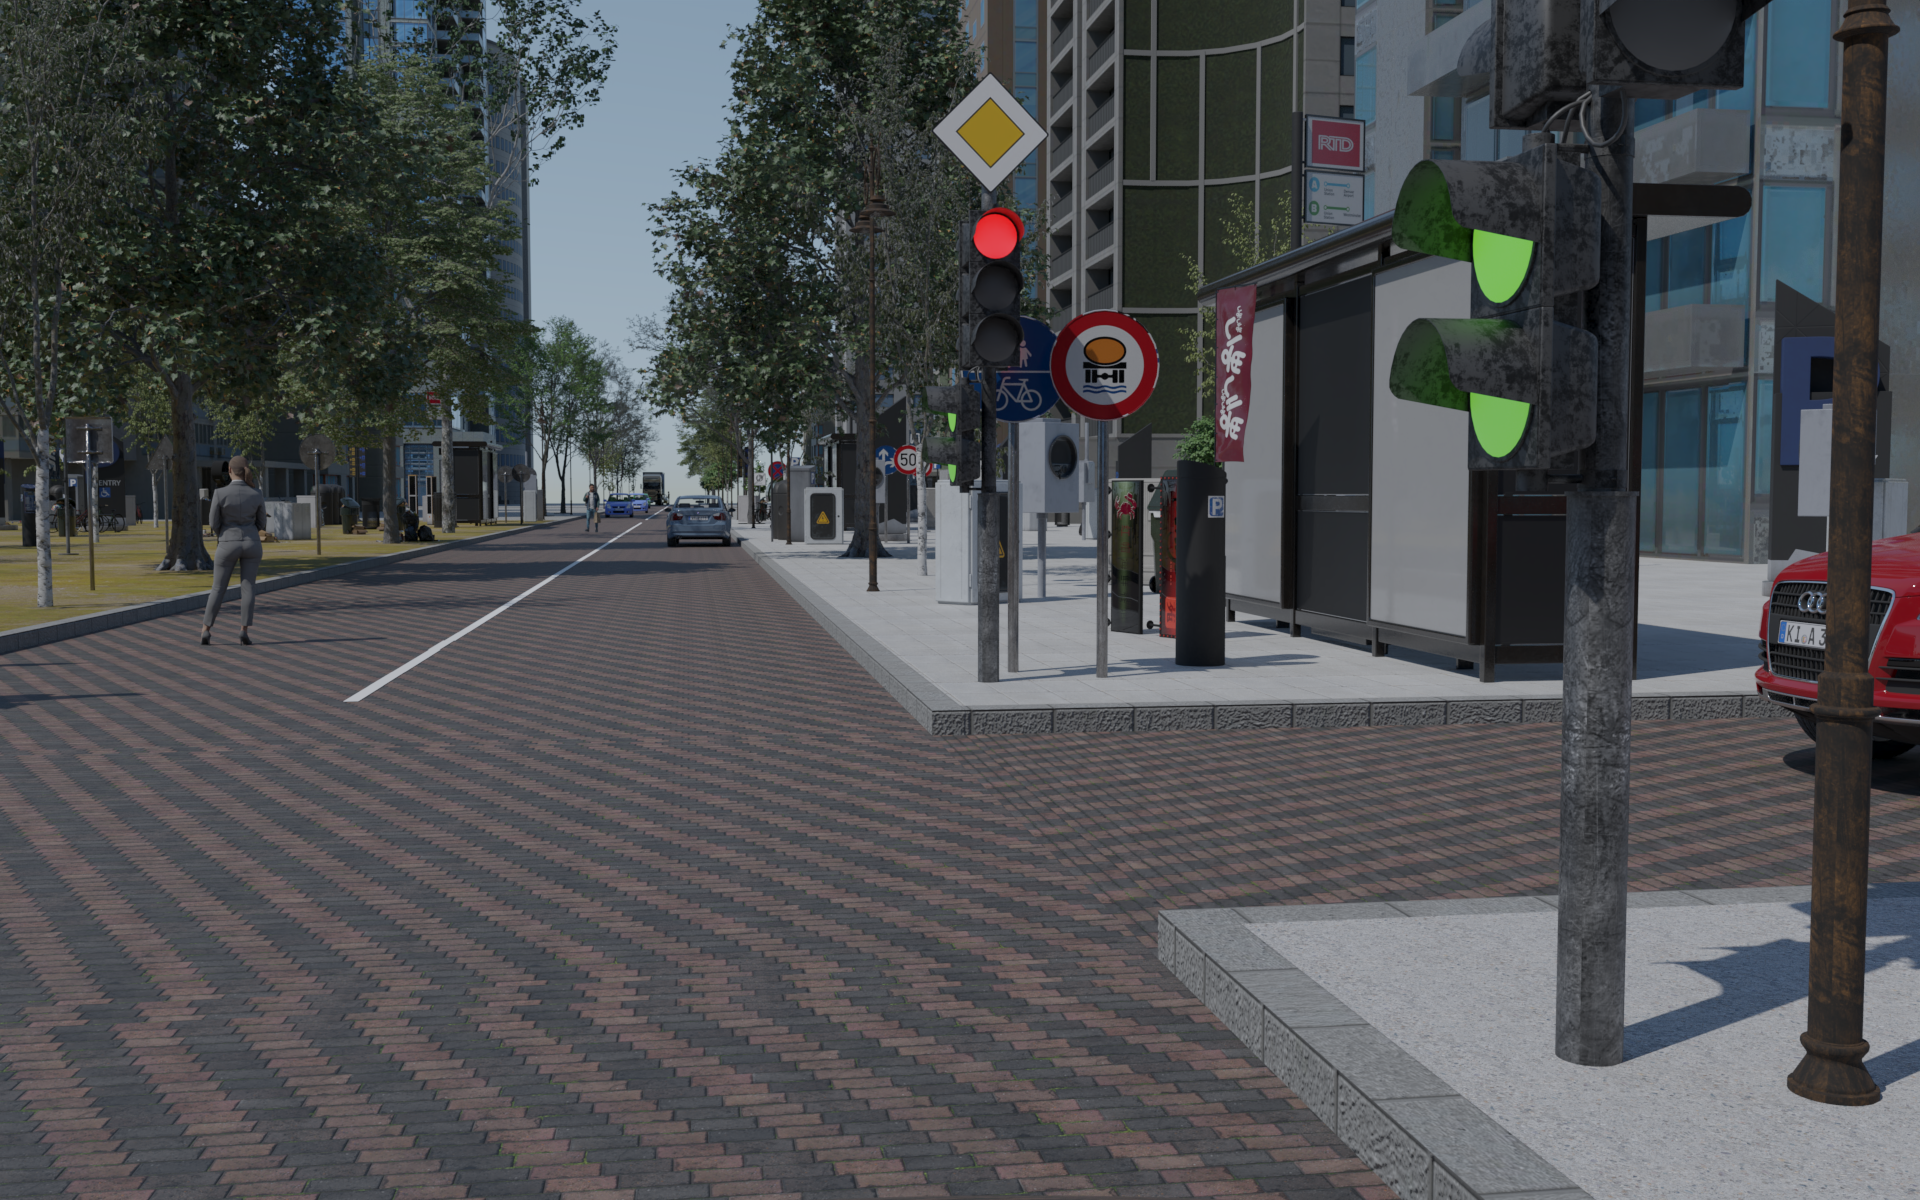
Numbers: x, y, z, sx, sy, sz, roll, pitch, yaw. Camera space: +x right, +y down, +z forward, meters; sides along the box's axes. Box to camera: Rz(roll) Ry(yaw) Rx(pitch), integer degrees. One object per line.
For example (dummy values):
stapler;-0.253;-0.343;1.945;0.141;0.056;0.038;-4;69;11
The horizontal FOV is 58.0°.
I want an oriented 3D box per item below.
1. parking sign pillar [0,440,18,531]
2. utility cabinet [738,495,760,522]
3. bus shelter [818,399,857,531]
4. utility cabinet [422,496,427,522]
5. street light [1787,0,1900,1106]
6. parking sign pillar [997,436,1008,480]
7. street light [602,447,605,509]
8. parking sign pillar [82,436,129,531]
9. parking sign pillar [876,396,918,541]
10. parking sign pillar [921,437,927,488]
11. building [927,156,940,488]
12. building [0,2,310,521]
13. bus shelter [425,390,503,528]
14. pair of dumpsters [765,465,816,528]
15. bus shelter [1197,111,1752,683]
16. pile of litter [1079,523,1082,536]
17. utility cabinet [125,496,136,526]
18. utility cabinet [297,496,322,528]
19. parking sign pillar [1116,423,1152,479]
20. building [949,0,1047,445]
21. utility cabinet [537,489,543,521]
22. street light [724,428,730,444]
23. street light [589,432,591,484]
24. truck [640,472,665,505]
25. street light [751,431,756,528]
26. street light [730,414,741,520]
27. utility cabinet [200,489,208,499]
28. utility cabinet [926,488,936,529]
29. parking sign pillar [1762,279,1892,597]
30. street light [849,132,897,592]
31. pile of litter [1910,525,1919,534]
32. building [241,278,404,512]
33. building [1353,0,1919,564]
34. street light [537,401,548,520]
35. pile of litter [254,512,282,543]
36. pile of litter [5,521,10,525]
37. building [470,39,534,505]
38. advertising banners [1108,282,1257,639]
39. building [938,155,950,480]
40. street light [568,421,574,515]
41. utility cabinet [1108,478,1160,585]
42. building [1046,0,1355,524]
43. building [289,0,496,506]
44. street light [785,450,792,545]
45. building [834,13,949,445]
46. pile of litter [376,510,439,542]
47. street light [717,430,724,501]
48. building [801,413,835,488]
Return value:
parking sign pillar;-34.091;-4.440;61.066;1.447;3.967;1.447;-3;5;-41
utility cabinet;-9.718;-4.194;79.736;1.020;1.237;0.306;2;4;29
bus shelter;-4.038;-5.274;63.858;2.179;5.291;8.768;-1;4;-9
utility cabinet;-24.681;-4.250;80.657;0.306;1.237;1.020;0;4;8
street light;1.873;-1.881;3.537;0.468;5.910;1.993;-1;4;-9
parking sign pillar;1.776;-4.711;65.497;1.447;3.967;1.447;2;4;34
street light;-30.783;-10.814;149.590;0.468;5.910;1.993;-1;4;-9
parking sign pillar;-29.761;-4.387;60.205;1.447;3.967;1.447;-2;4;-28
parking sign pillar;-2.147;-3.613;47.546;1.447;3.967;1.447;-2;4;-24
parking sign pillar;-2.160;-5.519;78.700;1.447;3.967;1.447;1;4;21
building;10.622;-27.378;139.508;32.217;40.220;23.993;-1;4;-9
building;-52.658;-24.427;91.258;32.217;40.220;23.993;-1;4;-9
bus shelter;-19.992;-5.639;69.824;2.179;5.291;8.768;-1;4;-9
pair of dumpsters;-5.960;-3.576;60.957;1.574;2.255;4.437;-1;4;-9
bus shelter;3.682;-2.343;15.936;2.179;5.291;8.768;-1;4;-9
pile of litter;4.343;-2.423;53.586;1.719;0.858;1.176;-3;5;-41
utility cabinet;-33.975;-3.609;70.167;0.306;1.237;1.020;3;5;44
utility cabinet;-24.851;-3.364;66.157;1.020;1.237;0.306;2;4;29
parking sign pillar;6.565;-4.712;65.518;1.447;3.967;1.447;-1;4;-11
building;7.245;-27.795;104.555;14.600;45.320;14.200;-1;4;-9
utility cabinet;-20.398;-4.553;83.127;0.318;1.500;1.173;-3;4;-36
street light;-12.868;-7.628;97.500;0.468;5.910;1.993;-1;4;-9
street light;-27.491;-9.533;128.658;0.468;5.910;1.993;-1;4;-9
truck;-39.196;-14.220;221.411;2.839;4.237;11.283;0;4;-8
street light;-7.741;-5.624;64.745;0.468;5.910;1.993;-1;4;-9
street light;-10.995;-6.905;85.683;0.468;5.910;1.993;-1;4;-9
utility cabinet;-33.353;-4.084;75.459;1.173;1.500;0.318;1;4;12
utility cabinet;-0.785;-3.329;63.104;1.173;1.500;0.318;-1;4;-15
parking sign pillar;10.810;-2.021;21.518;1.447;3.967;1.447;1;4;20
street light;-1.144;-3.049;22.645;0.468;5.910;1.993;-1;4;-9
pile of litter;15.219;-0.802;27.071;1.176;0.858;1.719;-2;4;-34
building;-54.788;-16.708;118.215;27.650;21.520;28.899;-1;4;-9
building;25.495;-25.803;41.488;30.456;49.044;23.786;-1;4;-9
street light;-20.764;-6.935;86.168;0.468;5.910;1.993;-1;4;-9
pile of litter;-18.665;-1.954;45.911;1.719;0.858;1.176;1;4;18
pile of litter;-37.994;-3.317;68.199;1.176;0.858;1.719;0;4;0
building;-66.662;-41.508;220.662;21.231;58.520;28.212;-1;4;-9
advertising banners;1.913;-1.167;15.275;0.090;3.025;2.074;-2;4;-31
building;5.230;-21.254;119.212;14.160;30.474;14.107;-1;4;-9
street light;-24.151;-8.236;107.445;0.468;5.910;1.993;-1;4;-9
utility cabinet;2.618;-0.954;24.279;1.173;1.500;0.318;2;4;28
building;13.908;-39.140;78.184;20.563;71.187;20.611;-1;4;-9
building;-62.758;-53.690;190.498;22.319;86.520;31.000;-1;4;-9
street light;-4.336;-4.339;43.726;0.468;5.910;1.993;-1;4;-9
building;-4.219;-40.462;203.556;21.231;58.520;28.212;-1;4;-9
pile of litter;-14.959;-2.010;46.830;1.719;0.858;1.176;-1;4;-20
street light;-16.289;-8.942;118.992;0.468;5.910;1.993;-1;4;-9
building;-6.665;-23.786;233.946;27.650;21.520;28.899;-1;4;-9
